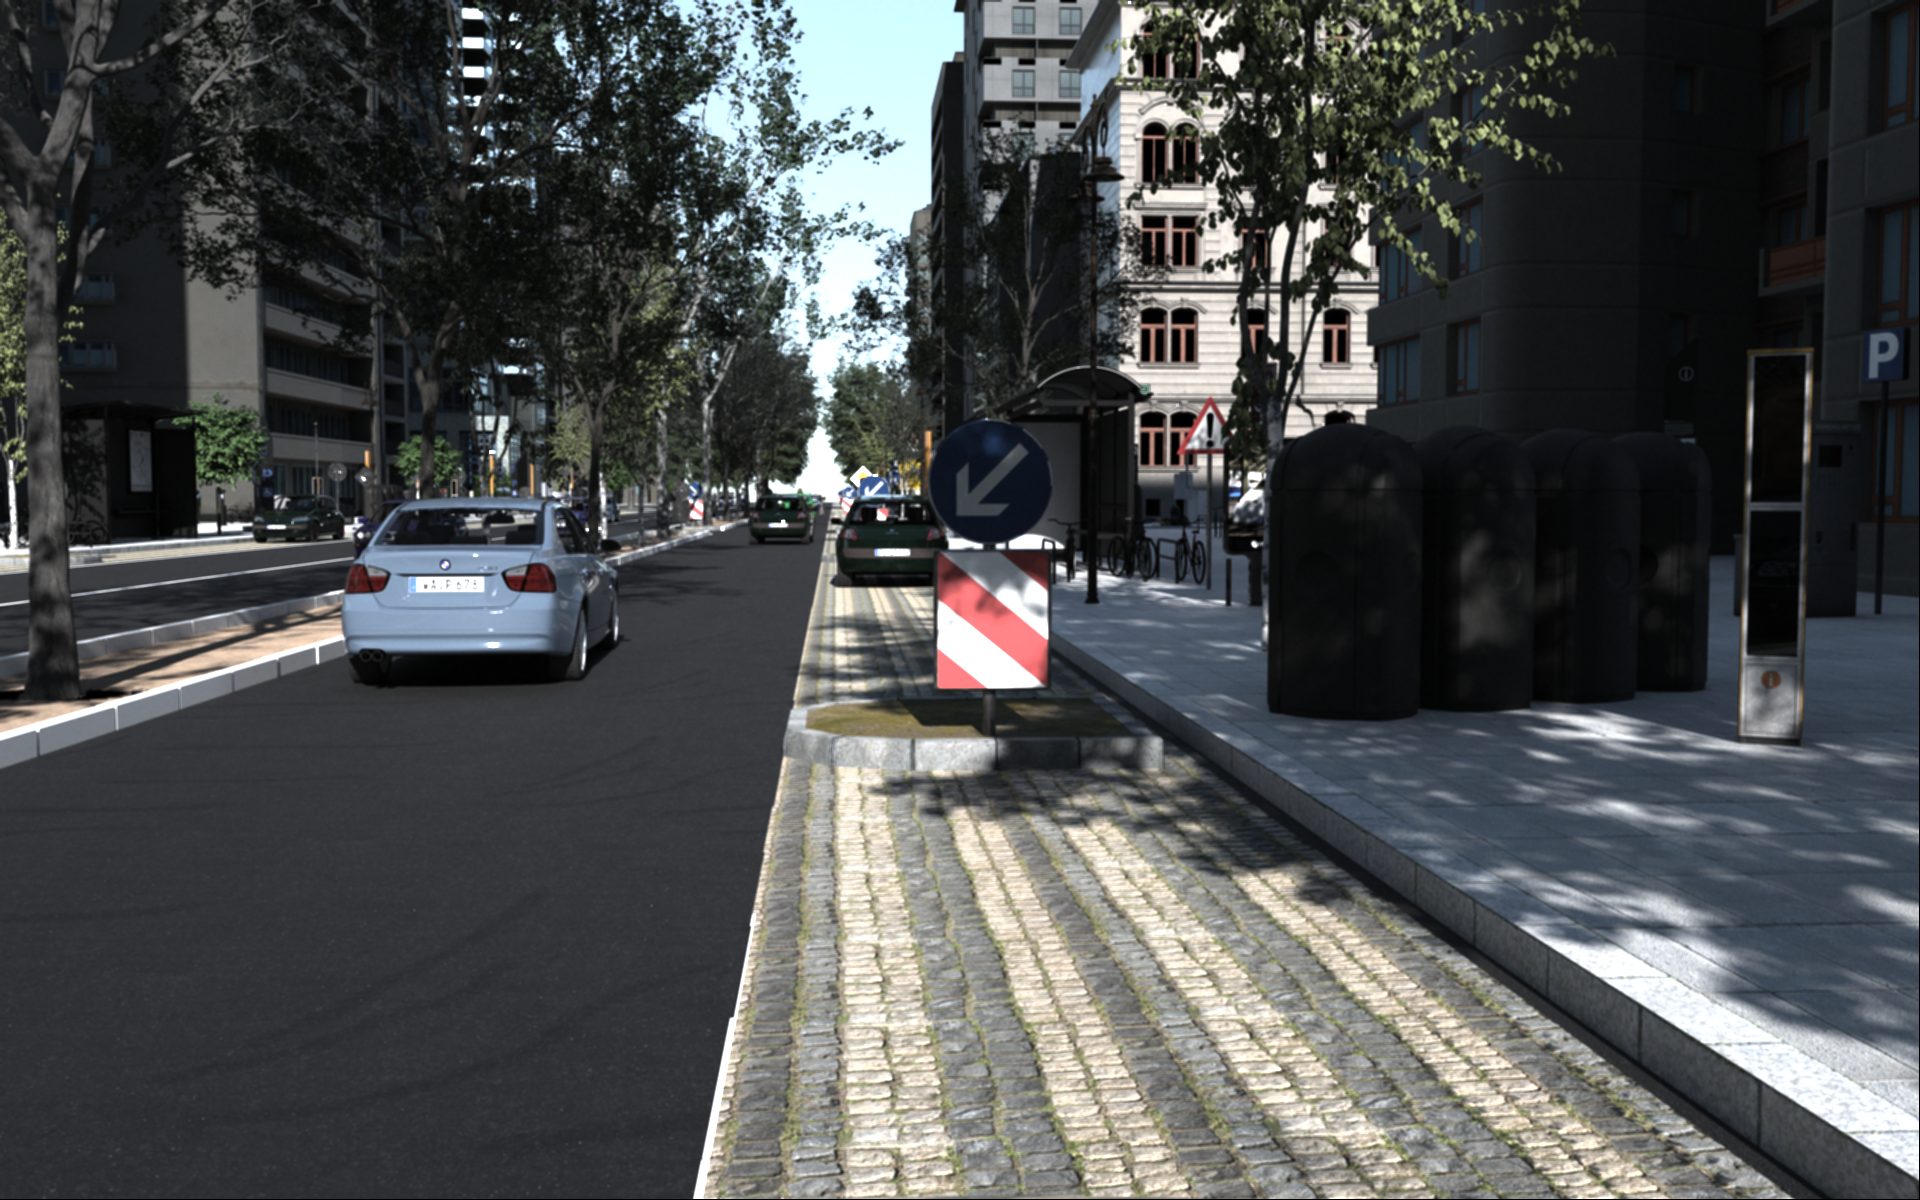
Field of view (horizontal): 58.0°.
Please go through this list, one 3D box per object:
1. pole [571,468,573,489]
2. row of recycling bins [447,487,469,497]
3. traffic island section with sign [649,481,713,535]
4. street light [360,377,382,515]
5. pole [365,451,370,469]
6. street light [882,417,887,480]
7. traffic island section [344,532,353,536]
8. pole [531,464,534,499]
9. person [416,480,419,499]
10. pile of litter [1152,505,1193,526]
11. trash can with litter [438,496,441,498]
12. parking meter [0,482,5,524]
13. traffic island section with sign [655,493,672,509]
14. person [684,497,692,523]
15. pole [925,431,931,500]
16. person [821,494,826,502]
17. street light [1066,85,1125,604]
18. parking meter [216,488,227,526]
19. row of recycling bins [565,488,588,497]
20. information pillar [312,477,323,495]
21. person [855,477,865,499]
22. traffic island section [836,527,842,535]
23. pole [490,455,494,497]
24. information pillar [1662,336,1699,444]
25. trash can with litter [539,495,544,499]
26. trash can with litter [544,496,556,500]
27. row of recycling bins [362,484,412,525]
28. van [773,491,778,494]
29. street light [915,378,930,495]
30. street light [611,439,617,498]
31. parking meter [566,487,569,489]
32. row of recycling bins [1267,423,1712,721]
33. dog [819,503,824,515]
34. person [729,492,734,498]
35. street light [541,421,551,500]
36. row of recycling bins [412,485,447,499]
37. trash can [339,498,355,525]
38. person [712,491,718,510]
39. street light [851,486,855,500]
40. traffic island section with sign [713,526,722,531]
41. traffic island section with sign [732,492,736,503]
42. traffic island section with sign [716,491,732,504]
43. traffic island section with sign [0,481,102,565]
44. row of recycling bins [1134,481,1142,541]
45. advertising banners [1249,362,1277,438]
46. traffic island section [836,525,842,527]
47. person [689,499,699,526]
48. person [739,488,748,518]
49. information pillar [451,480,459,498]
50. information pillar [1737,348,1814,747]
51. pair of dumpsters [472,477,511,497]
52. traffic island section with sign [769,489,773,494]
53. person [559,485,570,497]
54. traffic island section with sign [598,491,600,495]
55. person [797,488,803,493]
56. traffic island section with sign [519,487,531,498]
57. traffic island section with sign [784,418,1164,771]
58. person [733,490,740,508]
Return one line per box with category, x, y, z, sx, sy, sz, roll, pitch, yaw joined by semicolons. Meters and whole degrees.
pole;-30.775;-8.784;137.469;0.158;3.312;0.155;0;3;0
row of recycling bins;-28.995;-5.438;96.019;3.534;1.692;1.069;0;4;-5
traffic island section with sign;-9.920;-3.248;61.238;2.006;1.907;1.989;0;4;-4
street light;-23.328;-5.867;68.716;0.468;5.910;1.993;0;4;-4
pole;-27.967;-5.381;81.825;0.158;3.312;0.155;0;3;0
street light;-4.387;-7.948;102.732;0.468;5.910;1.993;0;4;-4
traffic island section;-20.654;-2.321;60.228;2.009;0.180;2.903;0;4;-4
pole;-28.864;-7.525;116.878;0.158;3.312;0.155;0;3;0
person;-14.929;-2.423;48.218;0.850;1.850;0.679;0;4;5
pile of litter;8.554;-3.416;69.824;1.719;0.858;1.176;0;3;0
trash can with litter;-26.633;-4.702;88.273;0.624;1.170;1.055;0;4;-5
parking meter;-41.571;-4.234;74.941;0.399;1.863;0.255;-3;5;-39
traffic island section with sign;-28.463;-9.744;167.936;1.989;1.847;2.006;0;4;-4
person;-13.172;-4.598;84.033;0.694;1.780;0.624;2;4;32
pole;-1.037;-3.810;56.135;0.158;3.312;0.155;0;3;0
person;-19.935;-14.707;252.147;0.799;1.438;0.628;0;4;-4
street light;1.555;-2.899;20.182;0.468;5.910;1.993;0;4;-4
parking meter;-29.976;-3.785;70.295;0.372;1.533;0.369;0;3;0
row of recycling bins;-28.712;-7.457;129.039;1.069;1.692;3.534;-2;4;-32
information pillar;-28.264;-4.389;76.244;0.304;2.012;0.304;1;4;13
person;-2.127;-1.808;38.251;0.419;1.800;0.721;-1;4;-8
traffic island section;-3.407;-2.397;61.468;2.009;0.180;2.903;0;4;-4
pole;-24.652;-5.955;91.211;0.158;3.312;0.155;0;3;0
information pillar;10.748;-2.111;25.865;0.504;3.616;0.183;3;4;37
trash can with litter;-28.384;-6.564;118.370;1.678;1.210;2.233;0;4;6
trash can with litter;-26.880;-6.235;113.326;0.624;1.170;1.055;2;4;34
row of recycling bins;-24.409;-4.056;73.427;1.069;1.692;3.534;0;4;-2
van;-28.457;-15.687;263.499;2.013;2.044;4.112;0;4;-6
street light;-1.339;-5.404;61.139;0.468;5.910;1.993;0;4;-4
street light;-28.875;-10.503;144.508;0.468;5.910;1.993;0;4;-4
parking meter;-30.757;-7.964;135.915;0.399;1.863;0.255;-1;4;-18
row of recycling bins;3.437;-0.227;10.822;3.534;1.692;1.069;-2;4;-32
dog;-9.696;-6.318;120.140;0.513;0.831;0.800;2;4;35
person;-34.109;-15.134;255.943;1.348;1.824;0.705;1;4;18
street light;-26.277;-8.393;110.013;0.468;5.910;1.993;0;4;-4
row of recycling bins;-24.159;-4.295;77.334;1.069;1.692;3.534;0;4;2
trash can;-25.471;-3.685;71.903;0.748;1.137;0.748;0;3;0
person;-21.767;-8.805;153.386;0.541;1.710;0.530;3;5;41
street light;-18.994;-20.218;303.345;0.468;5.910;1.993;0;4;-4
traffic island section with sign;-10.445;-3.700;68.626;2.006;1.907;1.989;0;4;-4
traffic island section with sign;-36.386;-16.427;277.208;1.989;1.847;2.006;0;4;-4
traffic island section with sign;-34.425;-14.783;250.324;1.989;1.847;2.006;0;4;-4
traffic island section with sign;-18.877;-1.649;35.592;1.989;1.847;2.006;0;4;-4
row of recycling bins;3.258;-2.495;47.898;3.534;1.692;1.069;0;4;-3
advertising banners;4.499;-1.616;22.615;0.090;3.025;2.074;-3;4;-36
traffic island section;-3.984;-2.884;69.432;2.009;0.180;2.903;0;4;-4
person;-11.463;-3.799;74.881;0.640;1.303;0.475;1;4;18
person;-12.864;-5.785;103.112;0.581;1.822;0.654;2;4;30
information pillar;-26.609;-5.311;91.320;0.304;2.012;0.304;0;4;5
information pillar;4.197;-0.271;8.920;0.304;2.012;0.304;2;4;25
pair of dumpsters;-26.867;-5.917;99.229;1.574;2.255;4.437;0;4;-4
traffic island section with sign;-15.884;-8.283;143.568;2.006;1.907;1.989;0;4;-4
person;-18.575;-4.470;81.435;0.661;1.843;0.795;-3;5;-42
traffic island section with sign;-24.844;-6.685;117.922;1.989;1.847;2.006;0;4;-4
person;-10.611;-6.504;114.823;0.580;1.828;0.573;3;4;39
traffic island section with sign;-22.894;-5.040;91.038;1.989;1.847;2.006;0;4;-4
traffic island section with sign;0.002;-0.076;9.870;1.989;1.847;2.006;0;4;-4
person;-23.177;-10.540;180.968;0.705;1.807;1.348;3;4;36
